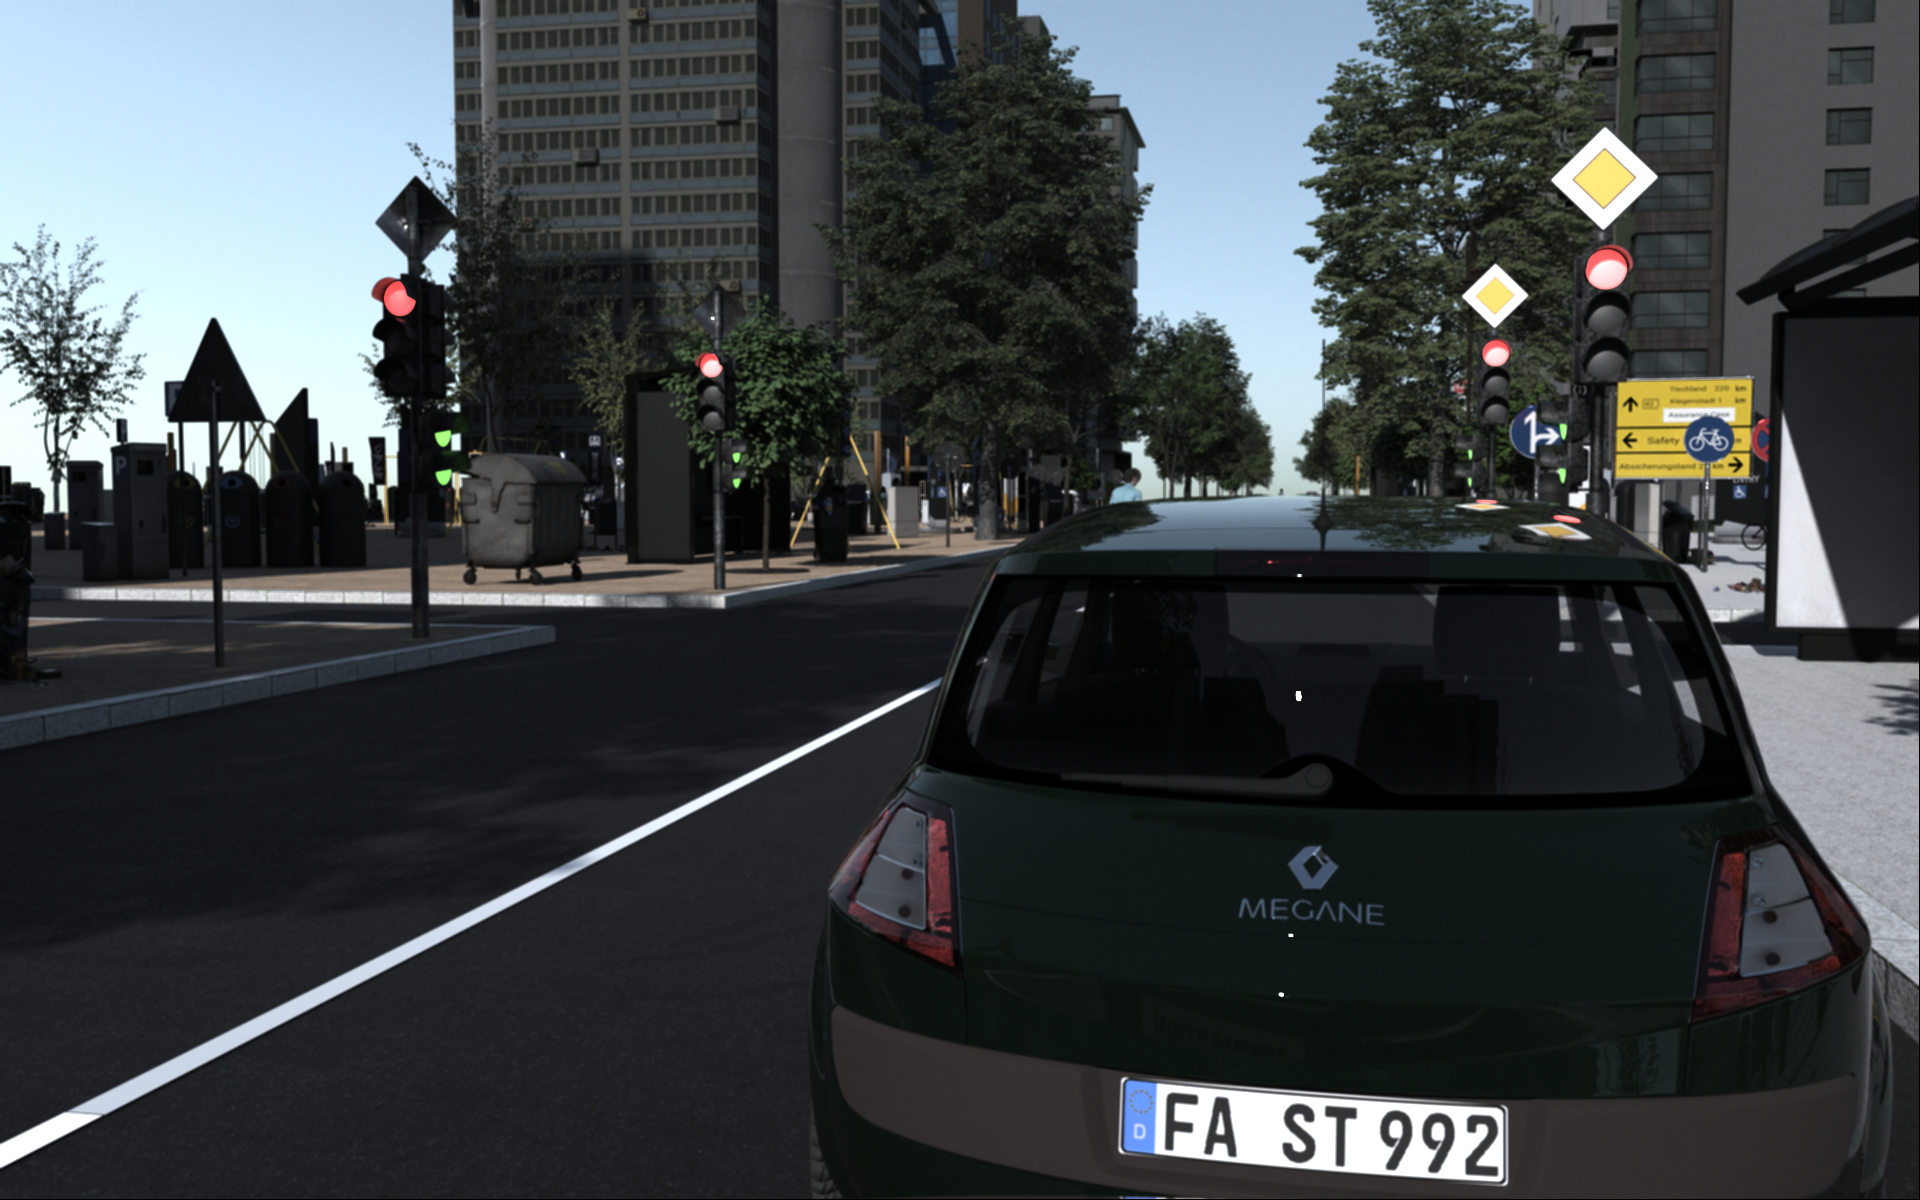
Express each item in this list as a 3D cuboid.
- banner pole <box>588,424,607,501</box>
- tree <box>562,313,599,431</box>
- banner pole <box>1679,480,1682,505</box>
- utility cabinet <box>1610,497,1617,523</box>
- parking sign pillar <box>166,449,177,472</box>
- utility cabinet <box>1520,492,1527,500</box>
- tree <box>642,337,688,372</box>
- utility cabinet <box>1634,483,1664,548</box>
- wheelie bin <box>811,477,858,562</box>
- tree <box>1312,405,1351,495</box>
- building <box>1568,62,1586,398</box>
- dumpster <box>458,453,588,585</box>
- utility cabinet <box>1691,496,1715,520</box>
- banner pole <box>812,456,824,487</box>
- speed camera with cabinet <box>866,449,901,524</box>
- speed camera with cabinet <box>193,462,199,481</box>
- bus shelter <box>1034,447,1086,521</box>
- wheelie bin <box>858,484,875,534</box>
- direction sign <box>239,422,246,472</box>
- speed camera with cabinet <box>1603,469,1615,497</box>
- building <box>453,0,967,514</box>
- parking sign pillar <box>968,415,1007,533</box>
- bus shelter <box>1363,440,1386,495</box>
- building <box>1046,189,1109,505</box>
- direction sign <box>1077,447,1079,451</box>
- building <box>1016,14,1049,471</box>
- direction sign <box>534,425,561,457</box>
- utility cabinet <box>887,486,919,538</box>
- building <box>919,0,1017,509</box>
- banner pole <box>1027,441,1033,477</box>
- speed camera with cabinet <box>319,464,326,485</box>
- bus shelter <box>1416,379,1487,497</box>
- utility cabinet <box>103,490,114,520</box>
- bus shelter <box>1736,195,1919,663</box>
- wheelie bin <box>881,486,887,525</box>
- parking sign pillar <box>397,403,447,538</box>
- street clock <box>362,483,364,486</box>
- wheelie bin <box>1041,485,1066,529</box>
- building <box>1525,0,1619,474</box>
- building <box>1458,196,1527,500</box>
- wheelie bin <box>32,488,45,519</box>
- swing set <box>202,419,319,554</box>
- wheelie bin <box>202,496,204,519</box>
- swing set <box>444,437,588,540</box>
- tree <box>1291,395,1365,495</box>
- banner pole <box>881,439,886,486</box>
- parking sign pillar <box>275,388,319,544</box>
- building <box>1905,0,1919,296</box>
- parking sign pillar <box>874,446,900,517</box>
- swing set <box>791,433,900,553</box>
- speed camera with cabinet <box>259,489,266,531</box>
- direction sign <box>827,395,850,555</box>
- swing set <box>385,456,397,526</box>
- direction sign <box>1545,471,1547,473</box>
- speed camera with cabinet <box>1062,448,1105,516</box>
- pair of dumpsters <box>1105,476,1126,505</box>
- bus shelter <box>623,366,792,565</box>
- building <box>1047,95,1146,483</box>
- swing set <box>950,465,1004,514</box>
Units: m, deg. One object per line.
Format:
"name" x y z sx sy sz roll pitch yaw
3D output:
"banner pole" -12.974 -4.425 62.365 0.863 3.779 0.401 0 4 -4
"tree" -12.733 -7.031 65.318 4.737 8.622 4.395 0 3 0
"banner pole" 30.008 -5.020 72.094 0.401 3.779 0.863 1 4 21
"utility cabinet" 16.517 -2.053 44.732 1.020 1.237 0.306 -2 4 -35
"parking sign pillar" -47.418 -7.031 103.423 1.447 3.967 1.447 1 4 22
"utility cabinet" 18.555 -2.863 55.484 1.173 1.500 0.318 0 4 2
"tree" -13.680 -7.925 79.936 4.360 8.622 3.978 0 3 0
"utility cabinet" 14.607 -1.714 36.701 0.318 1.500 1.173 0 4 8
"wheelie bin" -2.452 -1.535 33.006 0.693 1.594 0.980 -1 4 -16
"tree" 39.445 -14.851 177.223 7.601 10.594 8.767 -1 4 -21
"building" 48.329 -21.105 116.769 14.160 30.474 14.107 1 4 11
"dumpster" -6.320 -1.180 25.059 1.264 1.857 1.865 1 4 11
"utility cabinet" 29.559 -3.534 68.945 1.020 1.237 0.306 -2 4 -28
"banner pole" -6.508 -5.440 78.963 0.863 3.779 0.401 -3 5 -39
"speed camera with cabinet" -3.415 -4.914 74.687 0.660 3.252 2.038 3 5 40
"speed camera with cabinet" -48.283 -6.941 107.816 2.038 3.252 0.660 2 4 30
"bus shelter" 5.011 -5.815 86.356 1.731 3.624 6.357 1 4 11
"wheelie bin" -3.309 -2.892 55.195 0.980 1.594 0.693 1 4 13
"direction sign" -15.858 -2.833 38.313 0.379 3.537 0.876 -2 4 -28
"speed camera with cabinet" 23.016 -4.148 62.159 0.660 3.252 2.038 2 4 31
"building" -15.913 -25.835 114.279 32.217 40.220 23.993 1 4 11
"parking sign pillar" 0.867 -4.270 58.293 1.447 3.967 1.447 -1 4 -21
"bus shelter" 18.862 -5.247 77.074 1.731 3.624 6.357 1 4 12
"building" 3.804 -31.675 209.759 32.217 40.220 23.993 1 4 11
"direction sign" 5.702 -5.631 84.063 0.379 3.537 0.876 1 4 8
"building" -0.559 -28.227 145.111 14.154 41.232 14.086 1 4 11
"direction sign" -13.614 -3.990 57.238 0.876 3.537 0.379 -2 4 -32
"utility cabinet" -1.677 -2.574 50.770 0.318 1.500 1.173 2 4 34
"building" -3.677 -29.425 131.213 14.600 45.320 14.200 1 4 11
"banner pole" 3.256 -5.553 80.807 0.401 3.779 0.863 -1 4 -15
"speed camera with cabinet" -18.425 -3.379 49.577 0.660 3.252 2.038 -2 4 -24
"bus shelter" 16.229 -4.908 57.878 2.179 5.291 8.768 1 4 11
"utility cabinet" -41.641 -4.636 84.473 0.318 1.500 1.173 0 4 -2
"bus shelter" 6.517 -1.027 10.718 2.014 3.302 5.546 1 4 11
"wheelie bin" -3.357 -3.875 71.263 0.980 1.594 0.693 1 4 16
"parking sign pillar" -15.939 -3.839 51.234 1.447 3.967 1.447 1 4 9
"street clock" -36.531 -6.166 105.390 0.471 2.002 0.358 -2 4 -32
"wheelie bin" 3.370 -3.412 63.698 0.980 1.594 0.693 -1 4 -21
"building" 59.971 -33.386 135.107 28.713 52.752 27.495 1 4 11
"building" 80.291 -33.063 232.463 32.217 40.220 23.993 1 4 11
"wheelie bin" -46.662 -4.866 87.463 0.693 1.594 0.980 1 4 22
"swing set" -14.282 -2.303 35.271 2.862 2.851 3.119 -1 4 -13
"wheelie bin" -37.200 -4.667 84.221 0.980 1.594 0.693 0 4 -4
"swing set" -12.521 -3.120 48.635 2.862 2.851 3.119 1 4 18
"tree" 43.515 -17.323 200.239 9.611 12.733 9.660 0 3 0
"banner pole" -3.494 -5.429 78.780 0.401 3.779 0.863 1 4 16
"parking sign pillar" -17.046 -3.429 44.533 1.447 3.967 1.447 3 4 36
"building" 37.513 -18.871 80.239 14.160 30.474 14.107 1 4 11
"parking sign pillar" -3.615 -5.965 86.003 1.447 3.967 1.447 0 4 -5
"swing set" -3.255 -2.560 39.482 2.862 2.851 3.119 1 4 19
"speed camera with cabinet" -23.589 -4.000 59.735 0.660 3.252 2.038 2 4 32
"direction sign" -2.549 -2.719 36.452 0.379 3.537 0.876 2 4 28
"swing set" -22.357 -4.522 71.546 3.119 2.851 2.862 -1 4 -20
"direction sign" 15.714 -3.331 46.467 0.876 3.537 0.379 -2 4 -26
"speed camera with cabinet" 5.166 -4.879 74.112 2.038 3.252 0.660 1 4 17
"pair of dumpsters" 8.297 -5.515 92.666 1.574 2.255 4.437 1 4 12
"bus shelter" -4.750 -2.644 34.513 1.731 3.624 6.357 1 4 11
"building" 9.644 -39.517 235.341 28.713 52.752 27.495 1 4 11
"swing set" 0.835 -5.858 93.391 3.119 2.851 2.862 1 4 12
